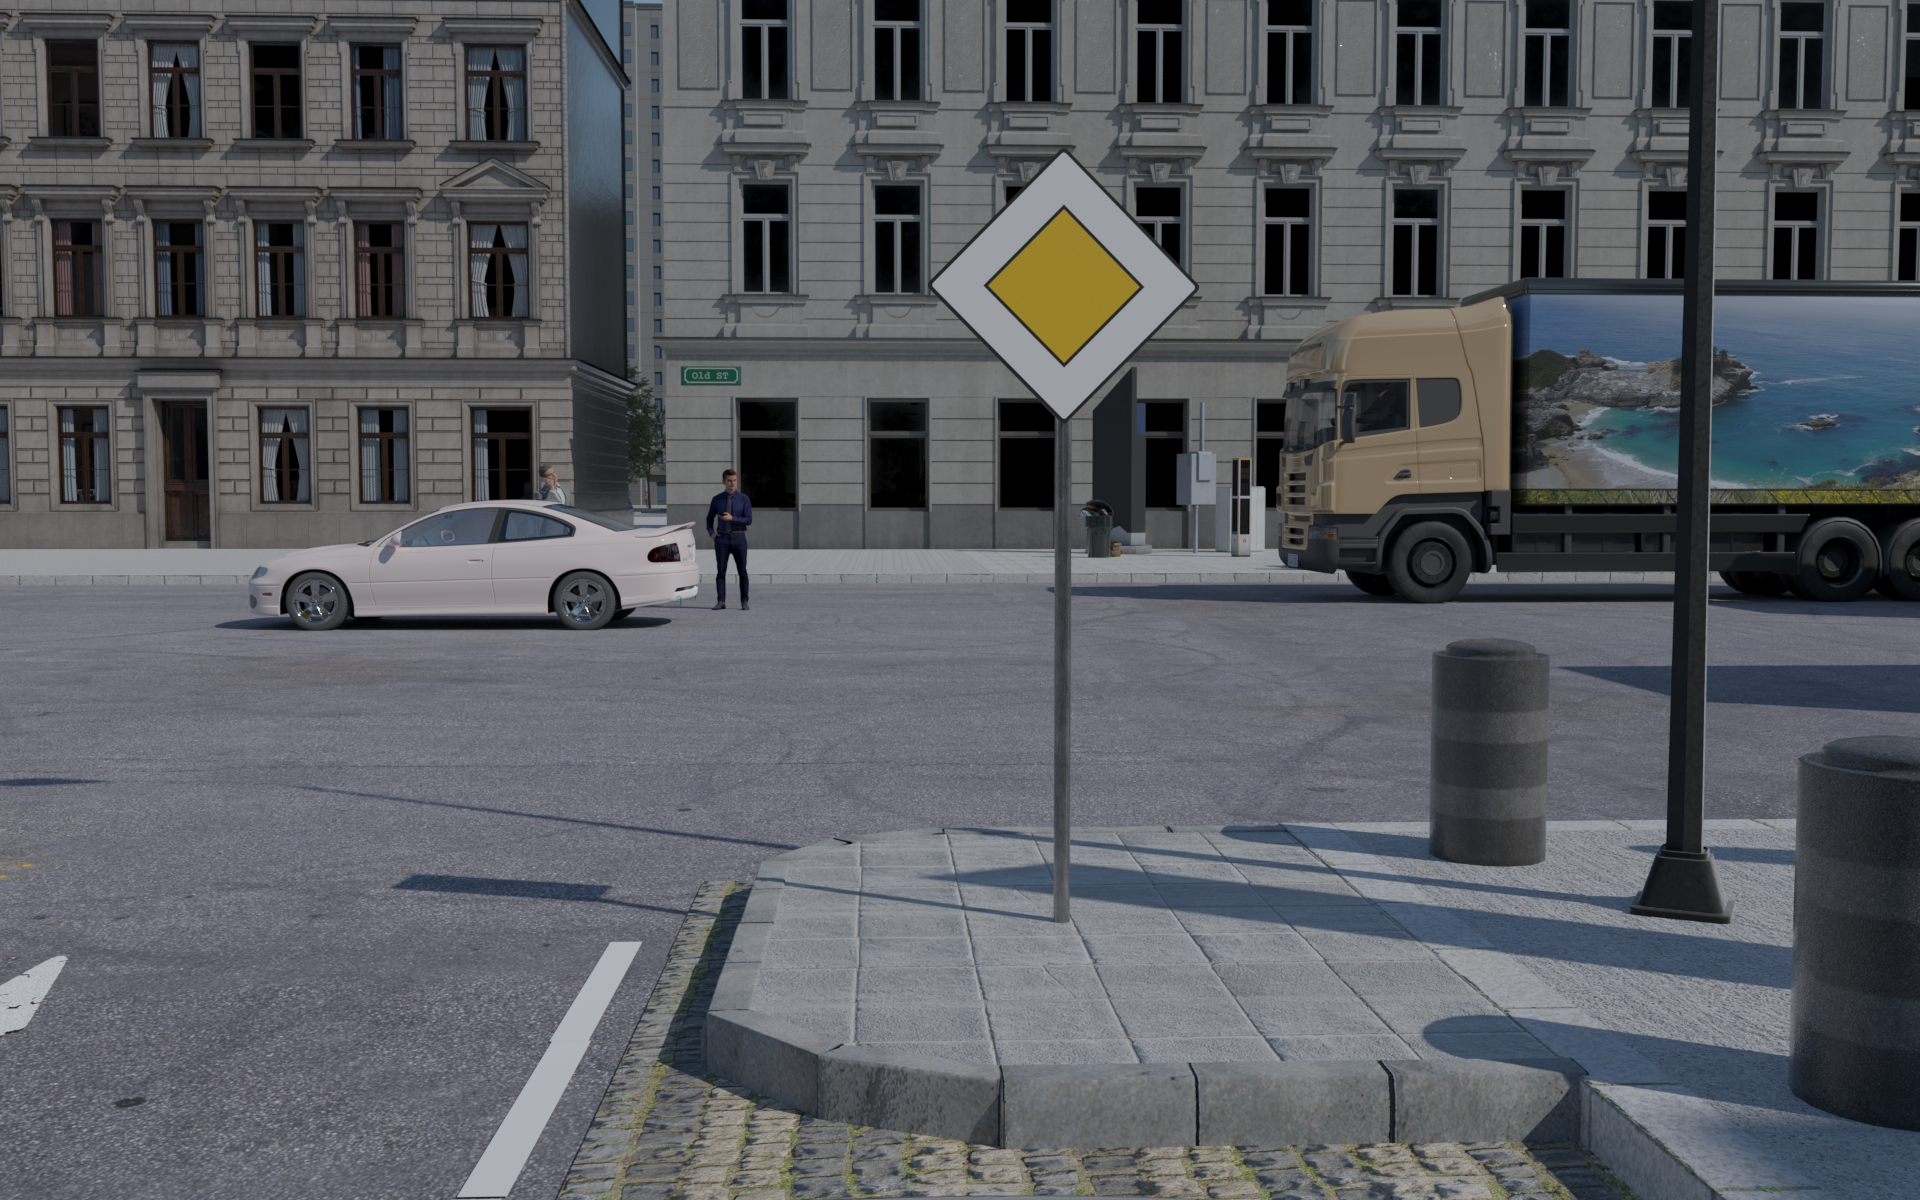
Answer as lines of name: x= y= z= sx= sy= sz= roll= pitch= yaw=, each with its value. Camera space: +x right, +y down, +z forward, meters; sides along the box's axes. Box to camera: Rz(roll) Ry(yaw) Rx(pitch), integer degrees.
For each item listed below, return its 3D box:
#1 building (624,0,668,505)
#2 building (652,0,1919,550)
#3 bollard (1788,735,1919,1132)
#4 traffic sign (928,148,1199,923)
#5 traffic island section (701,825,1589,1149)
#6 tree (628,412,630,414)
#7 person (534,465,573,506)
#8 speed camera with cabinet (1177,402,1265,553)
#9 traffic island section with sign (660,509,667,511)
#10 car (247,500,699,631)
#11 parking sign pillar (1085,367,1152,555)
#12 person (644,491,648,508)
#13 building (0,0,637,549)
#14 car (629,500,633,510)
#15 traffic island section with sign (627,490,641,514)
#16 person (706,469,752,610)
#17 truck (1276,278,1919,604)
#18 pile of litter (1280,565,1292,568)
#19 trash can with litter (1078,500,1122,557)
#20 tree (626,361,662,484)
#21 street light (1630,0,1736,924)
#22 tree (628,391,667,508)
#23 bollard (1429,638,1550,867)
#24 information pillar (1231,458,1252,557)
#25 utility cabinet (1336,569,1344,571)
building: x=-38.957 y=-40.654 z=206.693 sx=28.212 sy=58.520 sz=21.231 roll=0 pitch=4 yaw=-2
building: x=14.337 y=-16.593 z=47.716 sx=44.131 sy=29.872 sz=17.030 roll=0 pitch=4 yaw=-2
bollard: x=1.978 y=0.677 z=3.650 sx=0.404 sy=0.777 sz=0.398 roll=0 pitch=3 yaw=0
traffic sign: x=0.302 y=-0.091 z=5.136 sx=0.795 sy=2.450 sz=0.064 roll=0 pitch=4 yaw=-2
traffic island section: x=0.325 y=1.044 z=5.214 sx=2.009 sy=0.180 sz=2.903 roll=0 pitch=4 yaw=-2
tree: x=-26.351 y=-12.077 z=114.469 sx=9.611 sy=12.733 sz=9.660 roll=0 pitch=3 yaw=0
person: x=-5.078 y=-0.812 z=21.950 sx=0.592 sy=1.802 sz=0.473 roll=-2 pitch=4 yaw=-30
speed camera with cabinet: x=5.730 y=-2.669 z=37.977 sx=2.038 sy=3.252 sz=0.660 roll=-2 pitch=4 yaw=-30
traffic island section with sign: x=-24.751 y=-8.606 z=149.333 sx=1.989 sy=1.847 sz=2.006 roll=0 pitch=4 yaw=-2
car: x=-5.298 y=-0.407 z=19.017 sx=4.827 sy=1.381 sz=2.083 roll=0 pitch=4 yaw=-1
parking sign pillar: x=3.423 y=-2.989 z=37.343 sx=1.447 sy=3.967 sz=1.447 roll=-3 pitch=4 yaw=-36
person: x=-31.271 y=-9.980 z=172.399 sx=0.721 sy=1.743 sz=1.217 roll=0 pitch=4 yaw=-3
building: x=-18.303 y=-11.001 z=44.498 sx=19.286 sy=19.102 sz=10.561 roll=0 pitch=4 yaw=-2
car: x=-20.431 y=-5.509 z=102.650 sx=1.945 sy=1.354 sz=3.894 roll=0 pitch=4 yaw=-3
traffic island section with sign: x=-23.611 y=-6.959 z=122.402 sx=1.989 sy=1.847 sz=2.006 roll=0 pitch=4 yaw=-2
person: x=-2.851 y=-0.745 z=21.378 sx=0.576 sy=1.737 sz=0.504 roll=0 pitch=4 yaw=-5
truck: x=9.478 y=-2.134 z=23.801 sx=11.283 sy=4.237 sz=2.839 roll=0 pitch=4 yaw=-4
pile of litter: x=6.406 y=-0.997 z=30.270 sx=1.719 sy=0.858 sz=1.176 roll=0 pitch=4 yaw=-4
trash can with litter: x=2.875 y=-1.454 z=35.160 sx=0.624 sy=1.170 sz=1.055 roll=2 pitch=4 yaw=28
tree: x=-27.132 y=-13.208 z=134.072 sx=7.486 sy=12.596 sz=7.792 roll=0 pitch=3 yaw=0
street light: x=1.688 y=-1.994 z=5.144 sx=1.470 sy=5.913 sz=1.316 roll=0 pitch=4 yaw=-2
tree: x=-28.632 y=-13.653 z=157.638 sx=7.601 sy=10.594 sz=8.767 roll=-2 pitch=4 yaw=-32
bollard: x=1.873 y=0.525 z=6.133 sx=0.404 sy=0.777 sz=0.398 roll=0 pitch=3 yaw=0
information pillar: x=5.739 y=-1.887 z=35.339 sx=0.304 sy=2.012 sz=0.304 roll=-1 pitch=4 yaw=-20
utility cabinet: x=6.708 y=-1.093 z=29.032 sx=1.020 sy=1.237 sz=0.306 roll=0 pitch=4 yaw=-4
